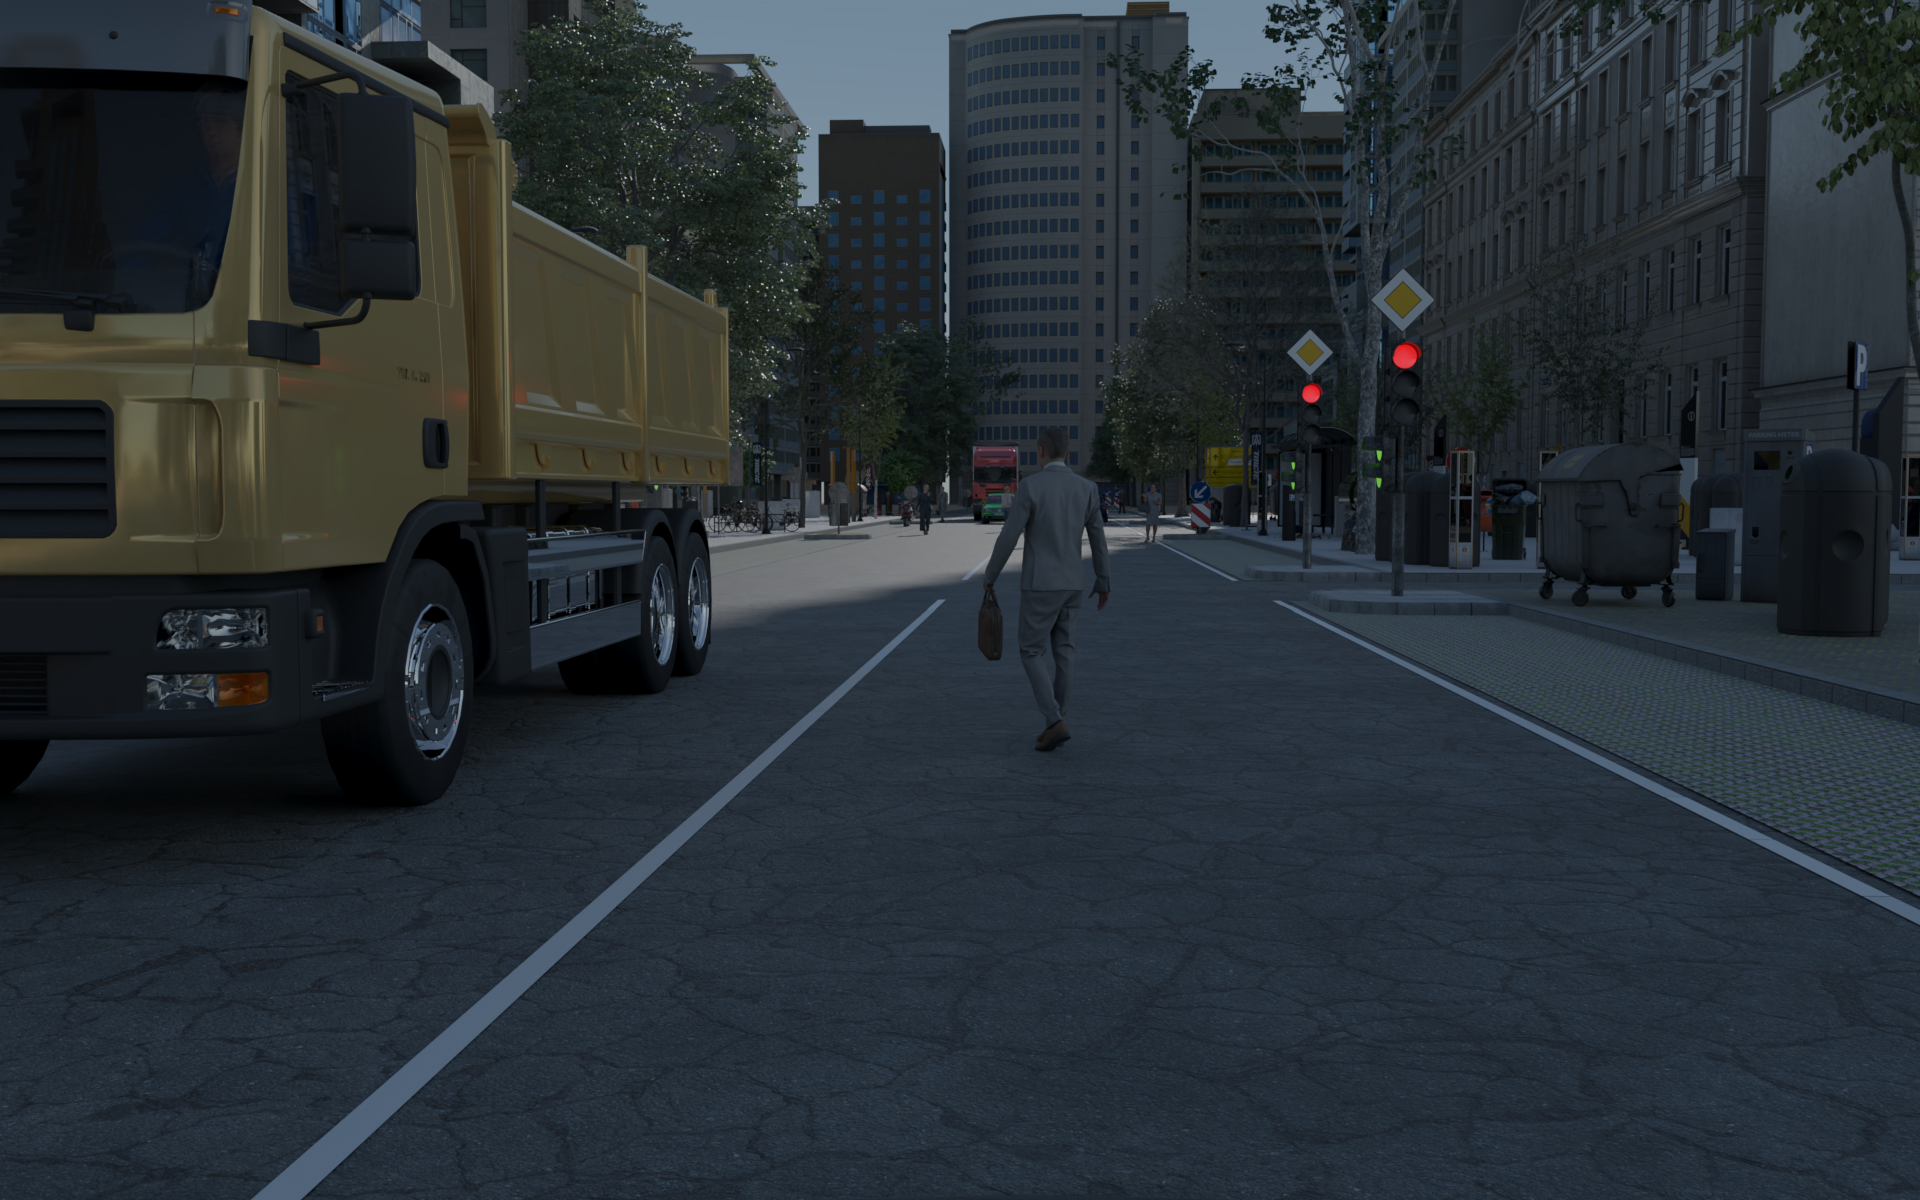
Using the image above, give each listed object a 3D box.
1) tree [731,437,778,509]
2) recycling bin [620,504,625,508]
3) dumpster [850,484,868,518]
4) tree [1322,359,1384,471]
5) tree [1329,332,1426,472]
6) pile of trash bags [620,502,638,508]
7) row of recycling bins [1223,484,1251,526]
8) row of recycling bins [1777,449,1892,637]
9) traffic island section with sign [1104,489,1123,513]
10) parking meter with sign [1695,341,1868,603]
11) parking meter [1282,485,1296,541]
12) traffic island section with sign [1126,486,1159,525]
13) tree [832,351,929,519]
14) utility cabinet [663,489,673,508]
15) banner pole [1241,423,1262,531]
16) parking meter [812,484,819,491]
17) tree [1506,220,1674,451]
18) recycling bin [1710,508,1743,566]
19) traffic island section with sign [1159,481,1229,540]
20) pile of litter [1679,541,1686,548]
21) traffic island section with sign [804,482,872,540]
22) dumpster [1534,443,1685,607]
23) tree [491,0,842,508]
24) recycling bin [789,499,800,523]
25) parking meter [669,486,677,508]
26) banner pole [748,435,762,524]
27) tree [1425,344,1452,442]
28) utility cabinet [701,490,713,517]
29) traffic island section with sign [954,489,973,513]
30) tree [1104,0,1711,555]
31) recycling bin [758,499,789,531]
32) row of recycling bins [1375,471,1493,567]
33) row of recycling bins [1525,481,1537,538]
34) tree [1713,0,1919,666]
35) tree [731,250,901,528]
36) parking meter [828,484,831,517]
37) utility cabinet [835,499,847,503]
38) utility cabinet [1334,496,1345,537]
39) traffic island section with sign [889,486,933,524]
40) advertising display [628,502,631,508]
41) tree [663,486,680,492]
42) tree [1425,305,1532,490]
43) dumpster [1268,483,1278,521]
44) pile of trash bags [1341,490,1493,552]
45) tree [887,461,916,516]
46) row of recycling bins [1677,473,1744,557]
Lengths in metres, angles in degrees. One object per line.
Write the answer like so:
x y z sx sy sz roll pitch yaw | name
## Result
-12.190 -7.101 99.820 4.285 4.588 4.351 0 3 0 | tree
-8.783 -1.854 42.871 0.722 1.027 0.722 3 4 38 | recycling bin
-5.768 -5.447 94.825 1.264 1.857 1.865 0 4 3 | dumpster
21.321 -8.751 93.446 4.737 8.622 4.395 0 3 0 | tree
18.422 -7.736 76.846 4.360 8.622 3.978 0 3 0 | tree
-15.632 -4.197 78.377 3.447 1.369 1.912 2 4 35 | pile of trash bags
11.492 -3.968 71.996 1.069 1.692 3.534 1 4 15 | row of recycling bins
8.621 -0.608 17.052 1.069 1.692 3.534 2 4 26 | row of recycling bins
11.852 -7.514 131.483 1.989 1.847 2.006 0 4 3 | traffic island section with sign
9.662 -1.480 20.465 1.738 3.016 0.543 3 5 41 | parking meter with sign
9.025 -2.391 47.496 0.372 1.533 0.369 0 3 0 | parking meter
8.985 -4.468 81.678 1.989 1.847 2.006 0 4 3 | traffic island section with sign
-4.462 -8.515 89.589 4.737 8.622 4.395 0 3 0 | tree
-12.438 -3.844 71.533 1.173 1.500 0.318 2 4 24 | utility cabinet
10.246 -4.321 60.670 0.401 3.779 0.863 -3 5 -42 | banner pole
-8.046 -5.553 96.496 0.399 1.863 0.255 -1 4 -9 | parking meter
17.085 -5.937 47.432 4.360 8.622 3.978 0 3 0 | tree
13.954 -1.136 31.132 0.722 1.027 0.722 3 5 43 | recycling bin
7.415 -2.813 54.612 1.989 1.847 2.006 0 4 3 | traffic island section with sign
17.048 -1.702 41.801 1.176 0.858 1.719 3 4 37 | pile of litter
-3.844 -2.838 55.034 1.989 1.847 2.006 0 4 3 | traffic island section with sign
7.625 -0.893 20.365 1.264 1.857 1.865 0 4 3 | dumpster
-7.872 -8.392 43.869 9.857 13.997 8.962 0 3 0 | tree
-7.434 -3.994 77.857 0.722 1.027 0.722 0 4 8 | recycling bin
-16.755 -5.841 101.208 0.399 1.863 0.255 1 4 22 | parking meter
-8.726 -5.101 73.419 0.863 3.779 0.401 2 4 29 | banner pole
21.166 -8.055 82.058 4.360 8.622 3.978 0 3 0 | tree
-13.972 -5.326 95.765 0.318 1.500 1.173 -2 4 -26 | utility cabinet
0.605 -7.552 132.101 1.989 1.847 2.006 0 4 3 | traffic island section with sign
9.509 -11.109 37.520 12.611 20.169 13.585 0 3 0 | tree
-6.661 -2.983 61.328 0.722 1.027 0.722 -3 5 -41 | recycling bin
8.565 -1.519 31.950 1.069 1.692 3.534 0 4 -6 | row of recycling bins
17.047 -2.719 51.564 1.069 1.692 3.534 -2 4 -23 | row of recycling bins
7.233 -3.796 12.427 4.737 8.622 4.395 0 3 0 | tree
-5.693 -8.020 65.539 7.601 10.594 8.767 -2 4 -28 | tree
-7.088 -5.481 95.317 0.255 1.863 0.399 1 4 17 | parking meter
-5.947 -4.660 87.357 0.306 1.237 1.020 2 4 32 | utility cabinet
11.629 -2.454 51.283 1.020 1.237 0.306 0 4 -3 | utility cabinet
-2.284 -4.494 82.104 1.989 1.847 2.006 0 4 3 | traffic island section with sign
-17.320 -5.213 90.447 0.974 1.923 0.123 0 4 5 | advertising display
-15.132 -6.313 86.931 4.285 4.588 4.351 0 3 0 | tree
20.543 -7.197 68.038 4.737 8.622 4.395 0 3 0 | tree
15.665 -4.776 83.839 1.264 1.857 1.865 0 4 3 | dumpster
10.289 -1.776 38.784 3.447 1.369 1.912 1 4 13 | pile of trash bags
-3.576 -6.498 100.842 1.663 3.219 1.824 0 3 0 | tree
15.235 -1.683 34.628 1.069 1.692 3.534 1 4 15 | row of recycling bins
